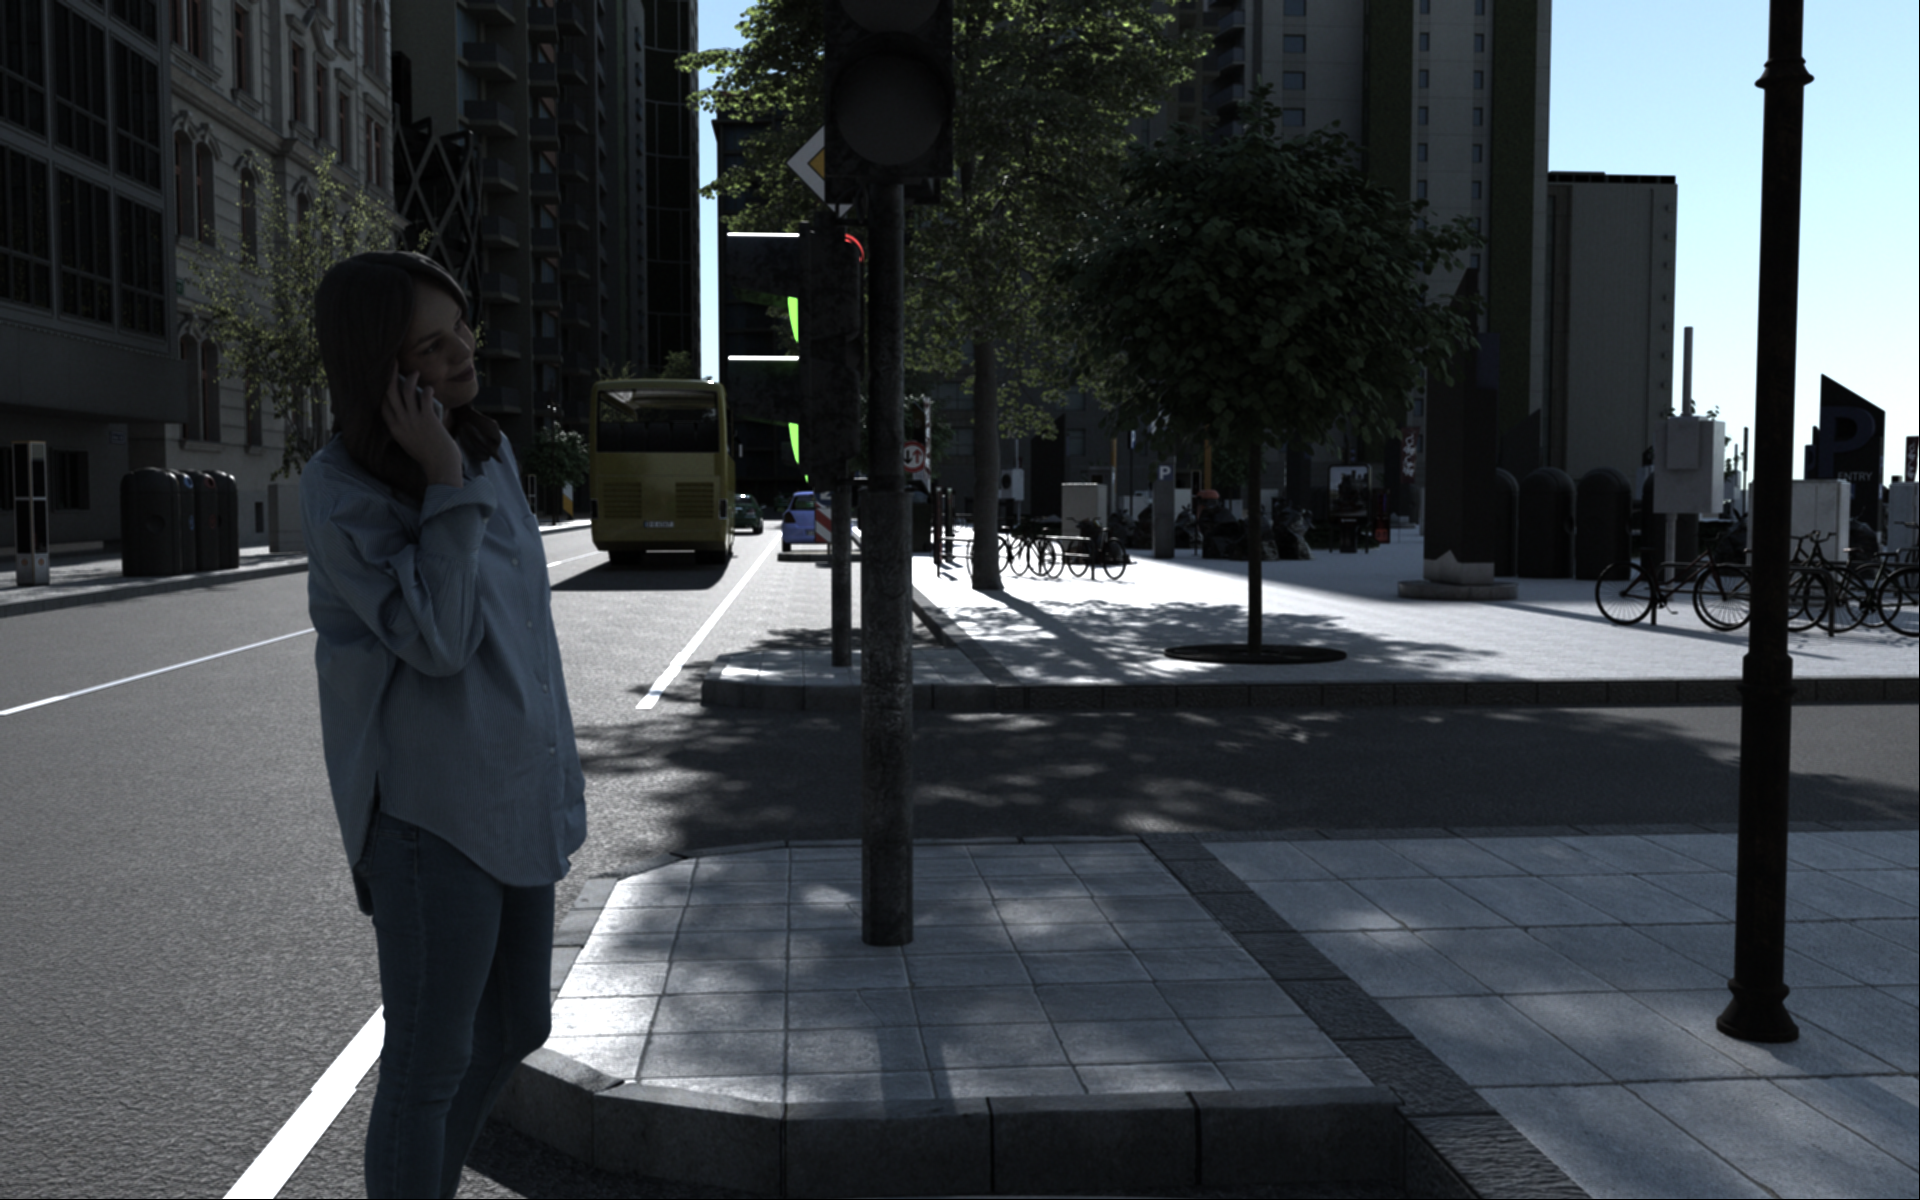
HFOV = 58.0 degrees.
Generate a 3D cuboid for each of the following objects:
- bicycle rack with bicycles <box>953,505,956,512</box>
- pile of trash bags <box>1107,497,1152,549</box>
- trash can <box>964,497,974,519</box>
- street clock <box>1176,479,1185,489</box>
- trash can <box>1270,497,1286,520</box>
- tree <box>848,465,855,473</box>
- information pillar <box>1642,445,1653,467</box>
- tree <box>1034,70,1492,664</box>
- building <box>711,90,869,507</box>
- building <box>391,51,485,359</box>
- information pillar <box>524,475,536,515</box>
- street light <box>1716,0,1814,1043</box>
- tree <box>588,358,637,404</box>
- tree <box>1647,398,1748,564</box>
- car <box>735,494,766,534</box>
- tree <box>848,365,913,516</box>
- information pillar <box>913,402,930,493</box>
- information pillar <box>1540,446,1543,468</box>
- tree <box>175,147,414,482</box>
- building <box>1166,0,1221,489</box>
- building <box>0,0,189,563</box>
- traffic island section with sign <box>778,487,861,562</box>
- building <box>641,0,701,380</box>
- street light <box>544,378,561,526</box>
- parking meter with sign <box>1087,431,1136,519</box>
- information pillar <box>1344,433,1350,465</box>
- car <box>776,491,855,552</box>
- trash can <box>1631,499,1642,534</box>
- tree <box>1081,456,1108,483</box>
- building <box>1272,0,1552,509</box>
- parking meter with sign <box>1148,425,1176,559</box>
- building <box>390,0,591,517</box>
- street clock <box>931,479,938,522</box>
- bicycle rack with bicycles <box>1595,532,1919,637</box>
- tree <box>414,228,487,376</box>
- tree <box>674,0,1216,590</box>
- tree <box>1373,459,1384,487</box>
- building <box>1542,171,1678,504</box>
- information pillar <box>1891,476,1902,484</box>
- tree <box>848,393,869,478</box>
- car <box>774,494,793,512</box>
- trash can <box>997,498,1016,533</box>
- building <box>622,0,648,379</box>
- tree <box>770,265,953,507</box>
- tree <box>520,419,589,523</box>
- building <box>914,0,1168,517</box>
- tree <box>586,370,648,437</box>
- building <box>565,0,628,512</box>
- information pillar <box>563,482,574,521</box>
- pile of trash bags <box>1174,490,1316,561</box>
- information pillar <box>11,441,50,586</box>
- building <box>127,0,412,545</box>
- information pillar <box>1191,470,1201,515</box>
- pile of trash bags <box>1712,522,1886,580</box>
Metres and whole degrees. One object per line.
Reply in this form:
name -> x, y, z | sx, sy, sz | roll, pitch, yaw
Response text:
bicycle rack with bicycles -> -0.854, -2.675, 57.112 | 2.925, 0.926, 2.852 | -1, 4, -21
pile of trash bags -> 4.009, -1.881, 40.512 | 3.447, 1.369, 1.912 | -2, 4, -34
trash can -> 0.543, -4.229, 80.790 | 0.748, 1.137, 0.748 | 0, 3, 0
street clock -> 10.660, -4.842, 83.732 | 0.358, 2.002, 0.471 | -1, 4, -23
trash can -> 14.452, -4.092, 78.550 | 0.748, 1.137, 0.748 | 0, 3, 0
tree -> -8.220, -10.595, 123.584 | 4.360, 8.622, 3.978 | 0, 3, 0
information pillar -> 32.508, -5.536, 81.872 | 0.504, 3.616, 0.183 | 3, 4, 38
tree -> 2.294, -1.833, 13.688 | 4.285, 4.588, 4.351 | 0, 3, 0
building -> -12.933, -32.375, 183.956 | 28.867, 44.769, 22.147 | 0, 4, -5
building -> -27.967, -12.336, 69.153 | 16.820, 18.784, 16.811 | 0, 4, -5
information pillar -> -16.528, -3.800, 66.623 | 0.304, 2.012, 0.304 | 3, 5, 44
street light -> 1.902, -1.906, 3.953 | 0.468, 5.910, 1.993 | 0, 4, -5
tree -> -18.238, -8.804, 94.315 | 4.360, 8.622, 3.978 | 0, 3, 0
tree -> 13.252, -2.274, 31.786 | 1.663, 3.219, 1.824 | 0, 3, 0
car -> -8.187, -3.160, 63.459 | 2.131, 1.459, 4.920 | 0, 4, -4
tree -> -3.989, -8.001, 81.178 | 4.737, 8.622, 4.395 | 0, 3, 0
information pillar -> -0.979, -3.208, 43.798 | 0.504, 3.616, 0.183 | 2, 4, 33
information pillar -> 28.517, -5.729, 85.031 | 0.183, 3.616, 0.504 | 1, 4, 14
tree -> -13.774, -5.241, 36.047 | 4.360, 8.622, 3.978 | 0, 3, 0
building -> 6.062, -28.746, 124.615 | 22.147, 44.769, 28.867 | 0, 4, -5
building -> -22.693, -14.157, 24.975 | 14.314, 27.812, 24.014 | 0, 4, -5
traffic island section with sign -> -2.957, -1.771, 37.592 | 1.989, 1.847, 2.006 | 0, 4, -5
building -> -38.172, -45.412, 180.734 | 20.611, 71.187, 20.563 | 0, 4, -5
street light -> -16.259, -5.896, 69.182 | 0.468, 5.910, 1.993 | 0, 4, -5
parking meter with sign -> 3.792, -3.071, 46.465 | 1.738, 3.016, 0.543 | 1, 4, 19
information pillar -> 14.249, -4.433, 63.832 | 0.183, 3.616, 0.504 | 0, 4, -6
car -> -3.541, -2.018, 42.587 | 1.945, 1.707, 3.694 | 0, 4, -6
trash can -> 17.811, -2.087, 45.781 | 0.748, 1.137, 0.748 | 0, 3, 0
tree -> 7.166, -5.754, 88.676 | 1.663, 3.219, 1.824 | 0, 3, 0
building -> 34.761, -37.372, 153.026 | 28.212, 58.520, 21.231 | 0, 4, -5
parking meter with sign -> 4.099, -2.373, 35.065 | 0.543, 3.016, 1.738 | 0, 4, 3
building -> -33.666, -27.245, 100.081 | 22.147, 44.769, 28.867 | 0, 4, -5
street clock -> -1.152, -4.087, 71.390 | 0.358, 2.002, 0.471 | -3, 5, -42
bicycle rack with bicycles -> 8.017, -0.194, 16.559 | 2.852, 0.926, 2.925 | -2, 4, -34
tree -> -14.421, -5.773, 44.756 | 4.360, 8.622, 3.978 | 0, 3, 0
tree -> 0.011, -6.402, 22.801 | 7.486, 12.596, 7.792 | 0, 3, 0
tree -> 20.690, -5.343, 81.953 | 1.663, 3.219, 1.824 | 0, 3, 0
building -> 55.565, -23.686, 158.966 | 14.107, 30.474, 14.160 | 0, 4, -5
information pillar -> 37.241, -3.939, 68.892 | 0.304, 2.012, 0.304 | -3, 4, -39
tree -> -1.752, -3.956, 48.389 | 4.285, 4.588, 4.351 | 0, 3, 0
car -> -14.338, -8.173, 142.426 | 1.959, 1.807, 4.718 | 0, 4, -4
trash can -> 1.469, -2.797, 57.384 | 0.748, 1.137, 0.748 | 0, 3, 0
building -> -38.139, -31.977, 146.530 | 21.600, 48.544, 21.300 | 0, 4, -5
tree -> -5.241, -11.278, 91.047 | 9.857, 13.997, 8.962 | 0, 3, 0
tree -> -17.691, -5.654, 76.151 | 4.285, 4.588, 4.351 | 0, 3, 0
building -> 4.178, -25.655, 103.051 | 14.154, 41.232, 14.086 | 0, 4, -5
tree -> -19.725, -9.271, 101.945 | 4.737, 8.622, 4.395 | 0, 3, 0
building -> -31.304, -26.808, 121.901 | 14.154, 41.232, 14.086 | 0, 4, -5
information pillar -> -18.915, -5.638, 83.533 | 0.504, 3.616, 0.183 | -2, 4, -29
pile of trash bags -> 5.624, -1.534, 34.834 | 1.912, 1.369, 3.447 | -1, 4, -20
information pillar -> -12.958, -1.203, 24.156 | 0.304, 2.012, 0.304 | 1, 4, 14
building -> -24.853, -15.976, 48.595 | 14.401, 28.519, 23.554 | 0, 4, -5
information pillar -> 7.276, -2.993, 53.431 | 0.304, 2.012, 0.304 | 0, 4, 7
pile of trash bags -> 13.598, -1.039, 26.733 | 3.447, 1.369, 1.912 | 0, 4, 0
